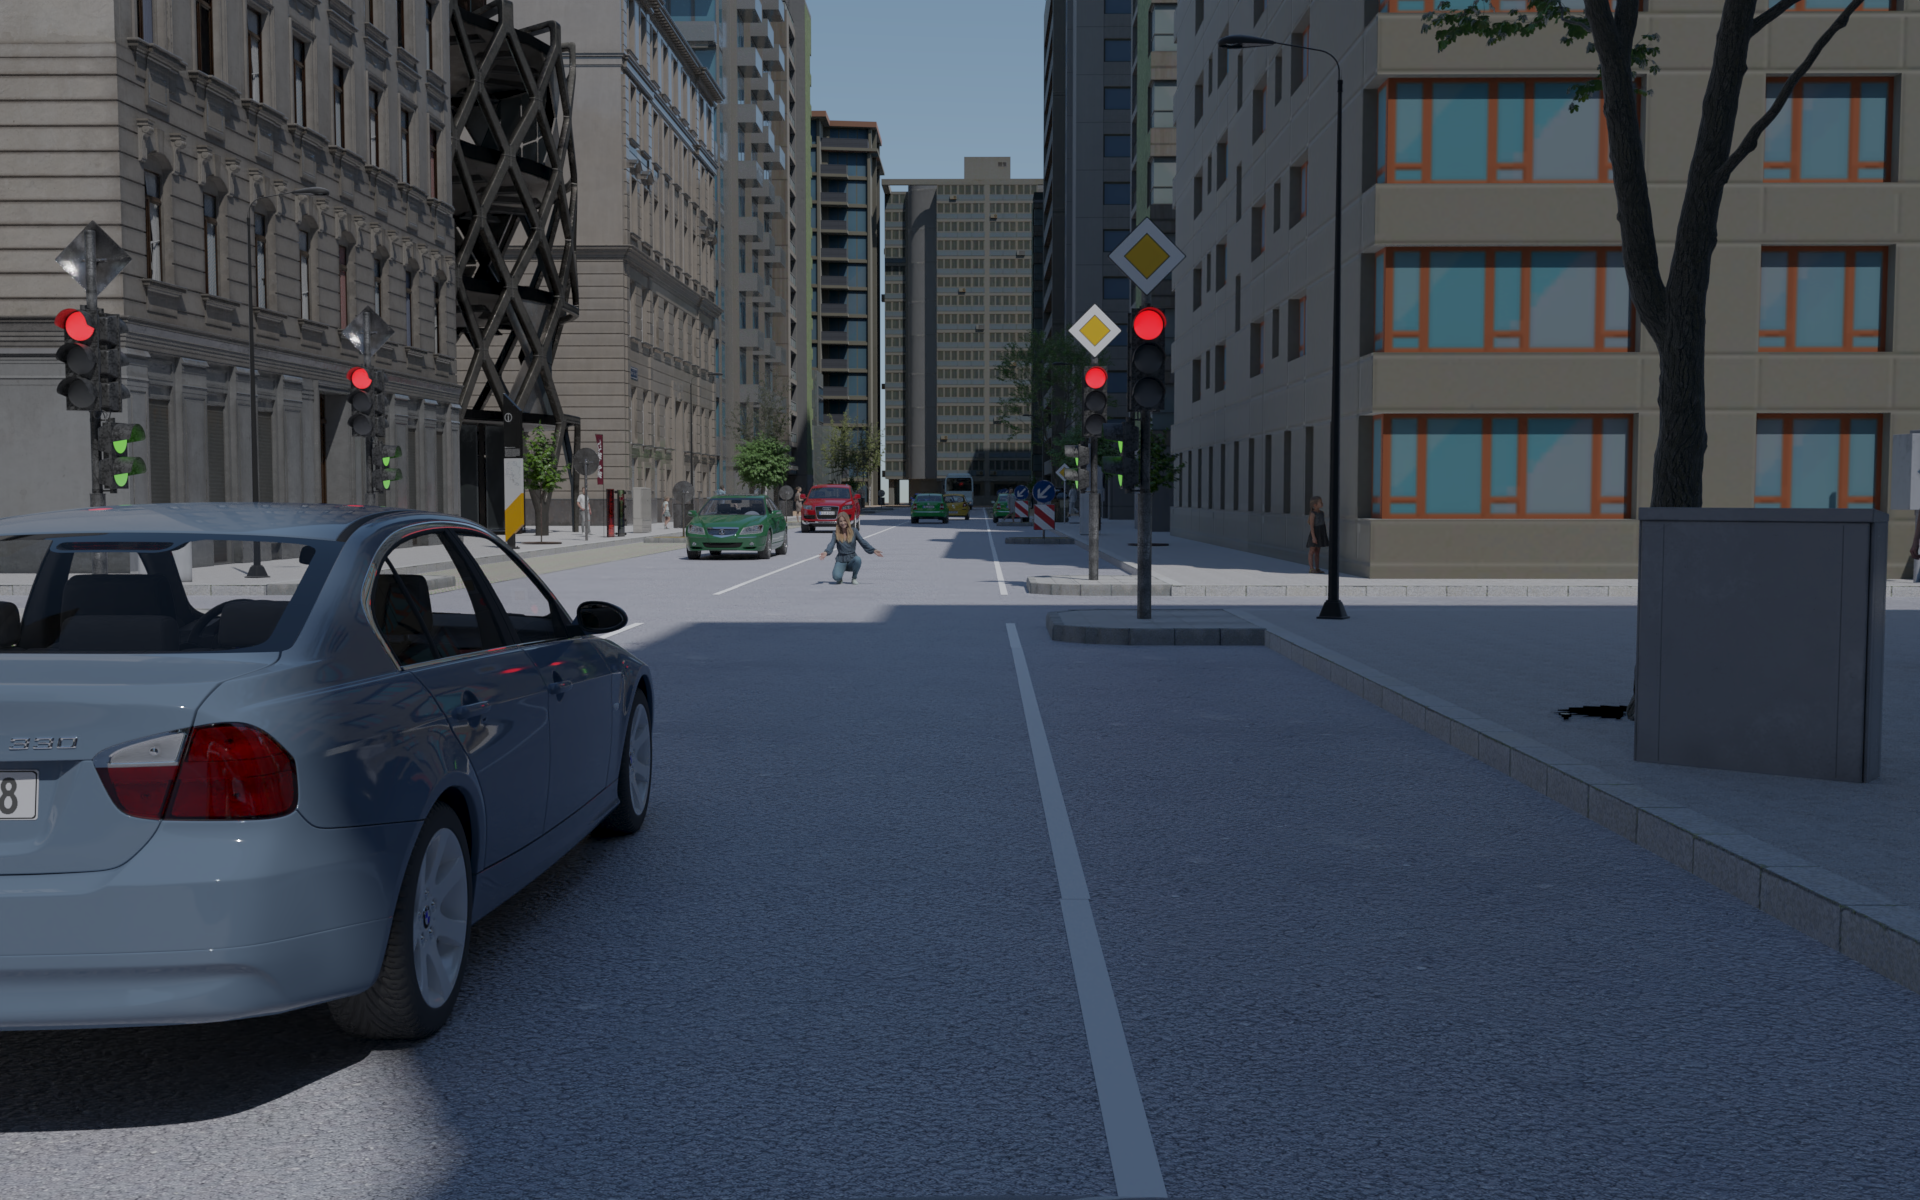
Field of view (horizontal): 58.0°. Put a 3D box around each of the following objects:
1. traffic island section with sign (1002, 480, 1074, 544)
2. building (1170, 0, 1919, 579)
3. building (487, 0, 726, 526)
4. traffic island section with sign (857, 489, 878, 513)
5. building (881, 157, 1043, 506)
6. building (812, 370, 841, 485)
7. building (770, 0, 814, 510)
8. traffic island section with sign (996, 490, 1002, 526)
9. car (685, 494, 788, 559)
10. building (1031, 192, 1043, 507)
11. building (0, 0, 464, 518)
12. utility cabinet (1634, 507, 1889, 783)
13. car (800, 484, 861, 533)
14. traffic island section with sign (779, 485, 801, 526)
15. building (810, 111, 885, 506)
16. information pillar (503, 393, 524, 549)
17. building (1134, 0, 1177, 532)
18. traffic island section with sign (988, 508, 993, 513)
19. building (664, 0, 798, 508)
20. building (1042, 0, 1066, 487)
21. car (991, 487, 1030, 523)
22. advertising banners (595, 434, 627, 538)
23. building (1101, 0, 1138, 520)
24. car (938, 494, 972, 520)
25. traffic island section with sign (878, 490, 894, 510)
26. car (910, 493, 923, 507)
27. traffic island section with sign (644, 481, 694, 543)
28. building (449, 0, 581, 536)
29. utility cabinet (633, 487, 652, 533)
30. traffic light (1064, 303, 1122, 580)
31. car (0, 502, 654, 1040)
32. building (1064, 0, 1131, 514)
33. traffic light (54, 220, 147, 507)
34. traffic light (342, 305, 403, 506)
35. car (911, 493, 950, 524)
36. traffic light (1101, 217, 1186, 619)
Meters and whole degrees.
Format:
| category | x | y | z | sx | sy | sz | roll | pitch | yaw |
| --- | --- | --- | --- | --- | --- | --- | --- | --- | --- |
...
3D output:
| category | x | y | z | sx | sy | sz | roll | pitch | yaw |
| --- | --- | --- | --- | --- | --- | --- | --- | --- | --- |
| traffic island section with sign | 2.311 | -2.556 | 50.416 | 1.989 | 1.847 | 2.006 | 0 | 4 | 1 |
| building | 20.806 | -11.872 | 39.143 | 28.899 | 21.520 | 27.650 | 0 | 4 | 1 |
| building | -18.859 | -17.345 | 80.856 | 12.463 | 27.353 | 25.104 | 0 | 4 | 1 |
| traffic island section with sign | -7.295 | -7.329 | 128.449 | 1.989 | 1.847 | 2.006 | 0 | 4 | 1 |
| building | 3.109 | -31.208 | 202.138 | 23.993 | 40.220 | 32.217 | 0 | 4 | 1 |
| building | -27.701 | -51.982 | 162.583 | 31.000 | 86.520 | 22.319 | 0 | 4 | 1 |
| building | -19.519 | -27.851 | 138.963 | 14.154 | 41.232 | 14.086 | 0 | 4 | 1 |
| traffic island section with sign | 2.635 | -4.232 | 77.825 | 1.989 | 1.847 | 2.006 | 0 | 4 | 1 |
| car | -5.044 | -1.697 | 39.549 | 2.131 | 1.459 | 4.920 | 0 | 4 | 2 |
| building | 13.866 | -24.222 | 167.737 | 14.160 | 30.474 | 14.107 | 0 | 4 | 1 |
| building | -17.888 | -11.442 | 36.223 | 9.793 | 20.994 | 18.267 | 0 | 4 | 1 |
| utility cabinet | 3.715 | 0.189 | 8.070 | 1.020 | 1.237 | 0.306 | 3 | 5 | 40 |
| car | -4.867 | -3.474 | 65.478 | 2.281 | 1.827 | 5.304 | 0 | 4 | -1 |
| traffic island section with sign | -7.879 | -4.291 | 78.780 | 1.989 | 1.847 | 2.006 | 0 | 4 | 1 |
| building | -23.373 | -33.219 | 197.758 | 28.867 | 44.769 | 22.147 | 0 | 4 | 1 |
| information pillar | -10.398 | -2.994 | 40.305 | 0.504 | 3.616 | 0.183 | 1 | 4 | 22 |
| building | 13.472 | -23.282 | 64.263 | 14.154 | 41.232 | 14.086 | 0 | 4 | 1 |
| traffic island section with sign | 3.226 | -7.325 | 128.399 | 1.989 | 1.847 | 2.006 | 0 | 4 | 1 |
| building | -23.729 | -30.366 | 116.100 | 23.786 | 49.044 | 30.456 | 0 | 4 | 1 |
| building | 18.203 | -32.148 | 149.313 | 21.300 | 48.544 | 21.600 | 0 | 4 | 1 |
| car | 2.539 | -4.768 | 86.745 | 1.959 | 1.807 | 4.718 | 0 | 3 | 0 |
| advertising banners | -10.336 | -3.367 | 51.233 | 0.090 | 3.025 | 2.074 | 1 | 4 | 13 |
| building | 17.710 | -39.783 | 88.707 | 20.563 | 71.187 | 20.611 | 0 | 4 | 1 |
| car | -0.331 | -5.302 | 96.911 | 2.015 | 1.641 | 3.980 | 0 | 4 | 2 |
| traffic island section with sign | -6.982 | -8.977 | 155.402 | 1.989 | 1.847 | 2.006 | 0 | 4 | 1 |
| car | -3.809 | -9.662 | 167.564 | 1.945 | 1.707 | 3.694 | 0 | 4 | 1 |
| traffic island section with sign | -8.210 | -2.610 | 51.296 | 1.989 | 1.847 | 2.006 | 0 | 4 | 1 |
| building | -20.781 | -11.400 | 53.838 | 16.820 | 18.784 | 16.811 | 0 | 4 | 1 |
| utility cabinet | -10.478 | -2.966 | 57.172 | 0.318 | 1.500 | 1.173 | 0 | 4 | 5 |
| traffic light | 1.972 | -2.250 | 25.705 | 0.839 | 4.253 | 0.868 | 0 | 4 | 1 |
| car | -2.223 | 0.376 | 5.847 | 2.014 | 1.417 | 4.499 | 0 | 4 | 0 |
| building | 18.064 | -35.606 | 124.149 | 21.231 | 58.520 | 28.212 | 0 | 4 | 1 |
| traffic light | -8.883 | -1.768 | 17.831 | 0.839 | 4.253 | 0.868 | 0 | 4 | 1 |
| traffic light | -8.789 | -2.257 | 25.815 | 0.839 | 4.253 | 0.868 | 0 | 4 | 1 |
| car | -1.467 | -4.689 | 85.466 | 1.959 | 1.807 | 4.718 | 0 | 4 | 1 |
| traffic light | 1.878 | -1.761 | 17.721 | 0.839 | 4.253 | 0.868 | 0 | 4 | 1 |
